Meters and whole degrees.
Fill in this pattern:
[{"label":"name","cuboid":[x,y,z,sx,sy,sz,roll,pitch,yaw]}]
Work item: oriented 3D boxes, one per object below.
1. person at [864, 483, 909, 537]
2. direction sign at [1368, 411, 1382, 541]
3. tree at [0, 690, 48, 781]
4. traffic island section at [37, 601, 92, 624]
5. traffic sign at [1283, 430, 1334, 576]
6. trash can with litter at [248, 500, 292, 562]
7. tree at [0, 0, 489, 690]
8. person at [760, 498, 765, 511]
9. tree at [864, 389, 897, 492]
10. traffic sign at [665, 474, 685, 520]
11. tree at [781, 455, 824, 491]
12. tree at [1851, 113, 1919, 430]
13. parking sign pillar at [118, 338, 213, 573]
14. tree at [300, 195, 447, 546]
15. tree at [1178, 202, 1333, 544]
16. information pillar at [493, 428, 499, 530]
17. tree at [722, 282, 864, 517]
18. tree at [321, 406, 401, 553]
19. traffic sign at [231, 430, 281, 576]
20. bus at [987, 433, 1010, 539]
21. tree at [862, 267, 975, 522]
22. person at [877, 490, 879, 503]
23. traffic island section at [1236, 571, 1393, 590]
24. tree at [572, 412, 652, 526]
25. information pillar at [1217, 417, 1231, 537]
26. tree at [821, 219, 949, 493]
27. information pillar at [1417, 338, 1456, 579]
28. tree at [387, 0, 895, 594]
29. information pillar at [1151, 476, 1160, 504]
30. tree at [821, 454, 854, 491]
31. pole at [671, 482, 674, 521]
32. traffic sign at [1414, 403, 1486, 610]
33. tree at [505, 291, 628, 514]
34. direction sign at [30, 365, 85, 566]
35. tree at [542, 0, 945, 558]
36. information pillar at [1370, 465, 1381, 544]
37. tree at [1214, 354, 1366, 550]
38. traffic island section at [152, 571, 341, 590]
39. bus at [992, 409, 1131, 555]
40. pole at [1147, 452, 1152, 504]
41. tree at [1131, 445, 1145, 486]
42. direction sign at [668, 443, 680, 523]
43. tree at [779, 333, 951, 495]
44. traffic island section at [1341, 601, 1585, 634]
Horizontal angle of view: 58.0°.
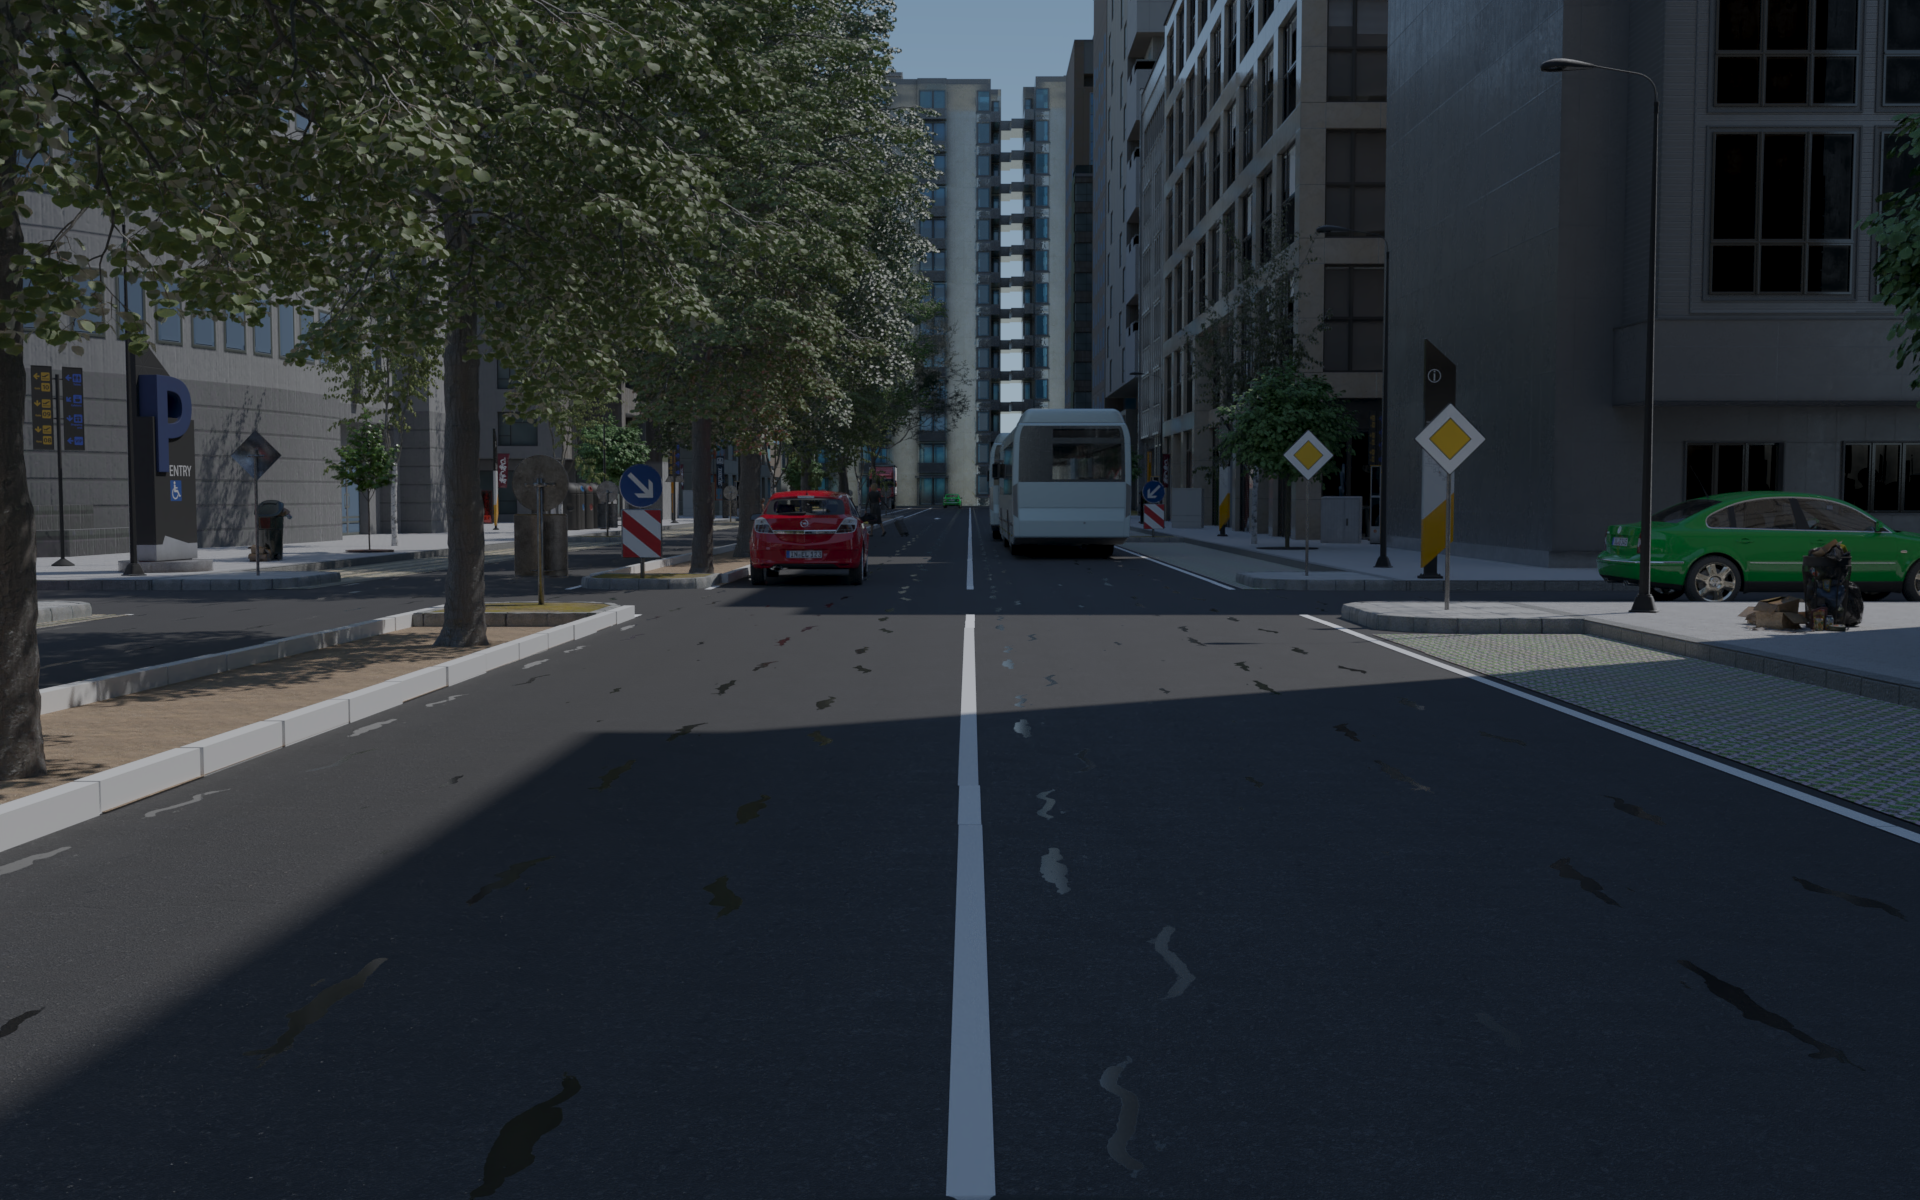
[{"label":"person","cuboid":[-2.531,-3.040,58.419,1.509,1.804,0.699,2,4,25]},{"label":"direction sign","cuboid":[11.371,-3.386,47.363,0.379,3.537,0.876,3,5,40]},{"label":"tree","cuboid":[-4.956,-5.395,8.791,7.486,12.596,7.792,0,3,0]},{"label":"traffic island section","cuboid":[-11.127,0.182,19.304,2.009,0.180,2.903,0,4,0]},{"label":"traffic sign","cuboid":[5.437,-1.435,27.111,0.795,2.450,0.064,0,4,0]},{"label":"trash can with litter","cuboid":[-13.248,-1.334,33.190,0.624,1.170,1.055,0,4,-5]},{"label":"tree","cuboid":[-4.771,-5.858,16.362,7.486,12.596,7.792,0,3,0]},{"label":"person","cuboid":[-8.657,-3.854,76.182,0.373,1.253,0.362,0,4,-8]},{"label":"tree","cuboid":[-4.488,-7.635,77.651,4.737,8.622,4.395,0,3,0]},{"label":"traffic sign","cuboid":[-12.733,-4.730,77.343,0.884,2.594,0.081,0,4,3]},{"label":"tree","cuboid":[-13.297,-10.140,149.501,4.285,4.588,4.351,0,3,0]},{"label":"tree","cuboid":[7.716,-1.702,11.540,4.285,4.588,4.351,0,3,0]},{"label":"parking sign pillar","cuboid":[-13.215,-2.461,28.717,1.447,3.967,1.447,0,4,5]},{"label":"tree","cuboid":[-14.117,-5.657,42.862,4.737,8.622,4.395,0,3,0]},{"label":"tree","cuboid":[7.578,-5.758,44.498,4.360,8.622,3.978,0,3,0]},{"label":"information pillar","cuboid":[-16.590,-4.312,61.852,0.183,3.616,0.504,0,4,-7]},{"label":"tree","cuboid":[-4.996,-5.728,46.471,4.737,8.622,4.395,0,3,0]},{"label":"tree","cuboid":[-13.158,-2.660,38.098,1.663,3.219,1.824,0,3,0]},{"label":"traffic sign","cuboid":[-11.057,-1.442,27.227,0.795,2.450,0.064,0,4,0]},{"label":"bus","cuboid":[2.325,-3.893,58.510,2.948,3.499,13.247,0,4,1]},{"label":"tree","cuboid":[-4.306,-10.639,86.774,12.009,13.543,11.850,0,3,0]},{"label":"person","cuboid":[-6.601,-7.796,136.700,1.217,1.736,0.721,2,4,34]},{"label":"traffic island section","cuboid":[5.461,-0.300,27.188,2.009,0.180,2.903,0,4,0]},{"label":"tree","cuboid":[-14.006,-5.246,69.482,4.285,4.588,4.351,0,3,0]},{"label":"information pillar","cuboid":[7.987,-3.726,52.280,0.183,3.616,0.504,-1,4,-23]},{"label":"tree","cuboid":[-4.154,-8.151,61.480,9.928,11.665,9.643,0,3,0]},{"label":"information pillar","cuboid":[7.216,-2.130,26.173,0.504,3.616,0.183,0,4,-4]},{"label":"tree","cuboid":[-4.460,-6.650,29.307,7.486,12.596,7.792,0,3,0]},{"label":"information pillar","cuboid":[8.060,-4.104,71.588,0.304,2.012,0.304,-1,4,-9]},{"label":"tree","cuboid":[-12.480,-14.057,180.195,4.360,8.622,3.978,0,3,0]},{"label":"pole","cuboid":[-13.807,-5.475,83.357,0.158,3.312,0.155,0,3,0]},{"label":"traffic sign","cuboid":[5.390,-0.947,19.126,0.795,2.450,0.064,0,4,0]},{"label":"tree","cuboid":[-13.450,-6.617,58.555,4.737,8.622,4.395,0,3,0]},{"label":"direction sign","cuboid":[-15.994,-2.372,30.774,0.379,3.537,0.876,3,5,40]},{"label":"tree","cuboid":[-4.782,-7.931,38.790,9.857,13.997,8.962,0,3,0]},{"label":"information pillar","cuboid":[10.672,-2.429,44.205,0.304,2.012,0.304,3,5,40]},{"label":"tree","cuboid":[7.695,-3.459,40.275,4.285,4.588,4.351,0,3,0]},{"label":"traffic island section","cuboid":[-11.080,-0.306,27.289,2.009,0.180,2.903,0,4,0]},{"label":"bus","cuboid":[2.397,-3.003,43.963,2.948,3.499,13.247,0,4,0]},{"label":"pole","cuboid":[9.096,-5.468,83.251,0.158,3.312,0.155,0,3,0]},{"label":"tree","cuboid":[8.033,-6.581,91.314,4.285,4.588,4.351,0,3,0]},{"label":"direction sign","cuboid":[-12.542,-5.138,76.009,0.379,3.537,0.876,-3,5,-44]},{"label":"tree","cuboid":[-4.524,-8.165,70.362,8.767,10.594,7.601,0,4,0]},{"label":"traffic island section","cuboid":[5.414,0.188,19.203,2.009,0.180,2.903,0,4,0]}]
